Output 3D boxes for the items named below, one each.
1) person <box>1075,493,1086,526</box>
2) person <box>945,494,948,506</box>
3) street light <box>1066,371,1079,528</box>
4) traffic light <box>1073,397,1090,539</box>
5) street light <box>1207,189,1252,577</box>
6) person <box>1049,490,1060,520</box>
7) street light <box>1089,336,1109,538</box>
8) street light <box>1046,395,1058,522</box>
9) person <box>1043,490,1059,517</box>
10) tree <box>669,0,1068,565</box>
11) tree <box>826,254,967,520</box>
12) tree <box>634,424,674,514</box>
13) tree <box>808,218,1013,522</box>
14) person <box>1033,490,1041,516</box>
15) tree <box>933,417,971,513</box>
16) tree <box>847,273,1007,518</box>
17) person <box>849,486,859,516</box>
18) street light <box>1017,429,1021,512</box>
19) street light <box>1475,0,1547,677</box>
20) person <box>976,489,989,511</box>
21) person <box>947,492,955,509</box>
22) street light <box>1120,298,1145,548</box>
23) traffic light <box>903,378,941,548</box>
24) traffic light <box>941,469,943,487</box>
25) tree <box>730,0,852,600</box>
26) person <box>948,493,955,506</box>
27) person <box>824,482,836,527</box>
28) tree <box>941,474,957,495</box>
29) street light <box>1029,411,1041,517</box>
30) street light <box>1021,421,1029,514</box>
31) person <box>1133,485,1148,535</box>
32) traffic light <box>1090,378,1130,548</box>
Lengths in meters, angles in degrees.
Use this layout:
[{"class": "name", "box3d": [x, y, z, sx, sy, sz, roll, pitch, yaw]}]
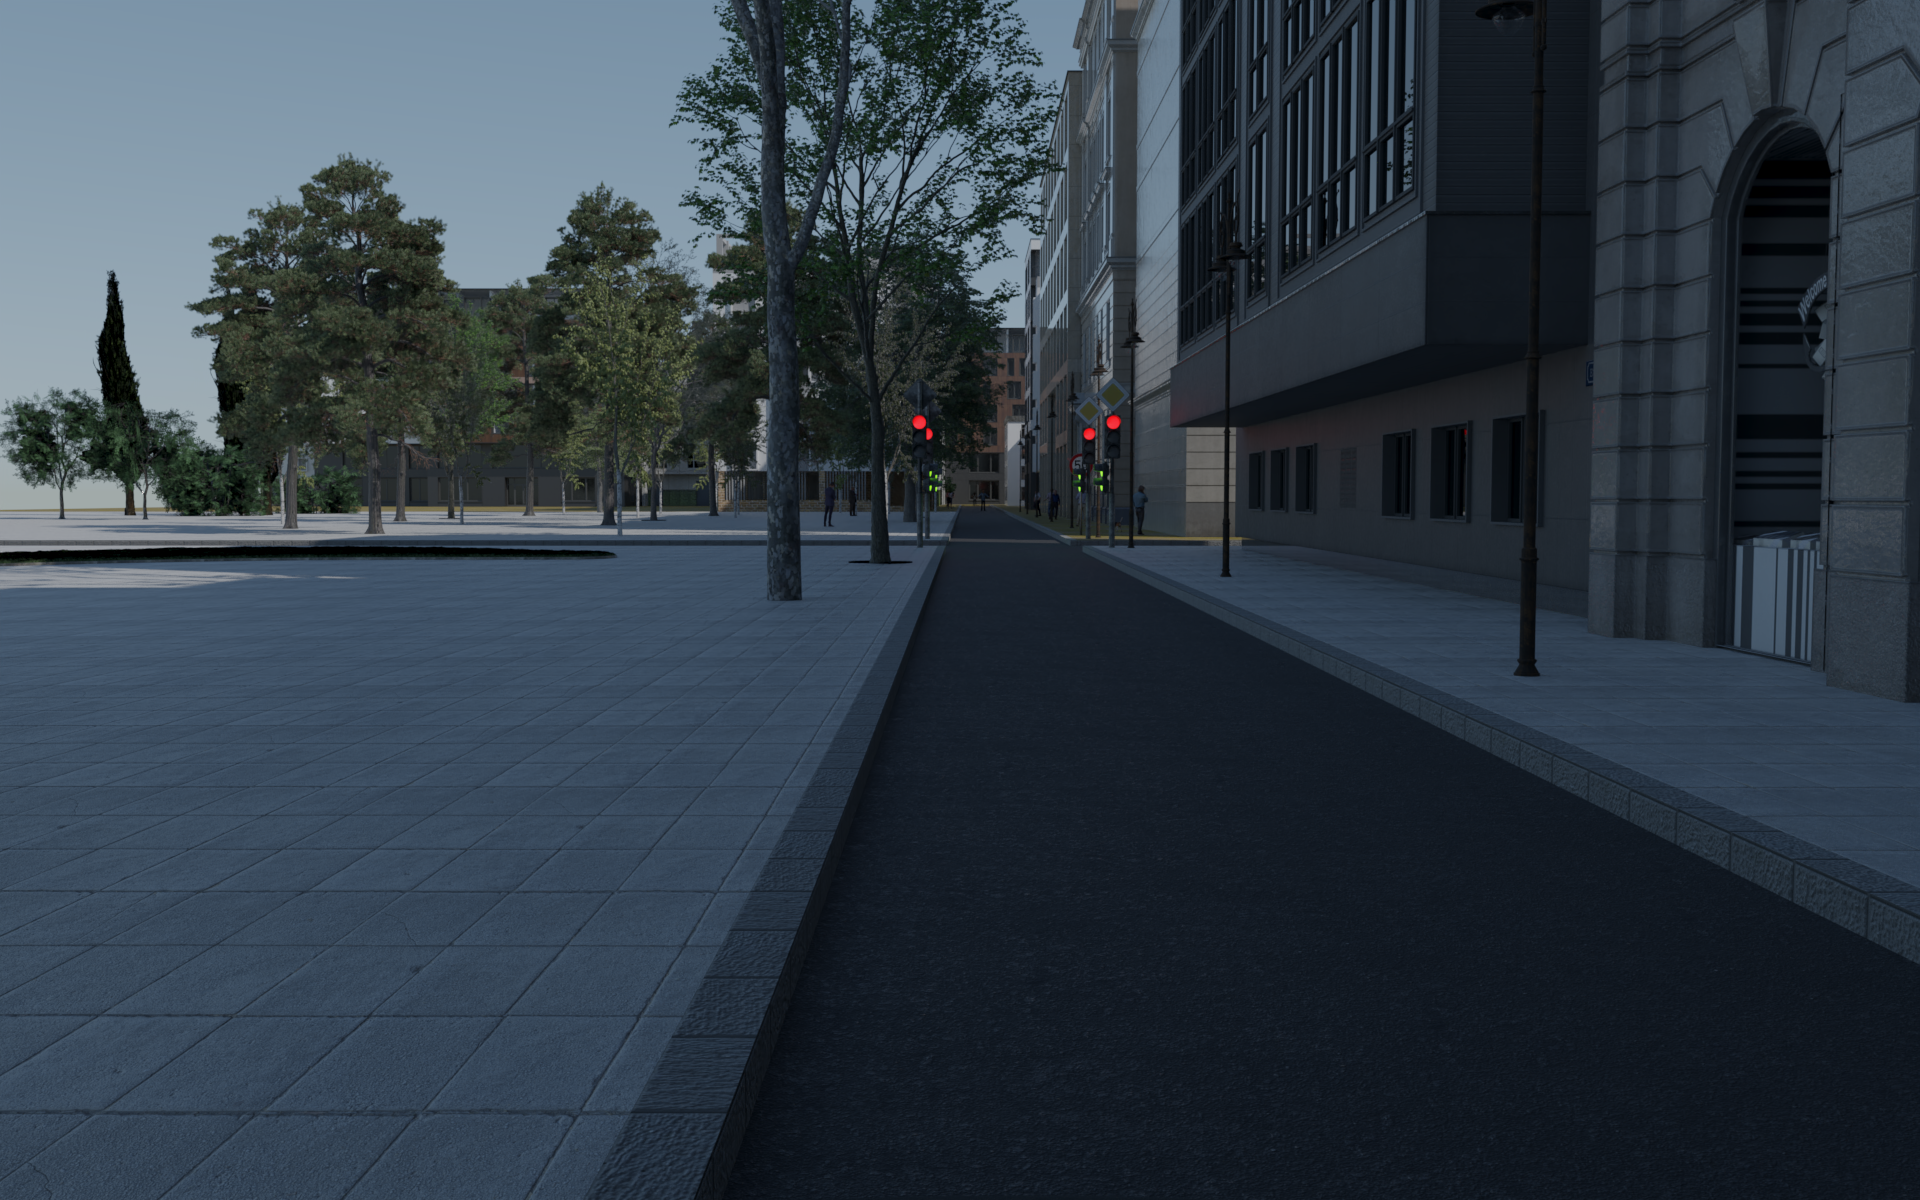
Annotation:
[{"class": "person", "box3d": [4.842, -3.717, 68.878, 0.516, 1.574, 0.319, 0, 4, 5]}, {"class": "person", "box3d": [-1.411, -10.838, 183.966, 0.721, 1.743, 1.217, -1, 4, -13]}, {"class": "street light", "box3d": [4.225, -5.655, 65.240, 0.468, 5.910, 1.993, 0, 4, 0]}, {"class": "traffic light", "box3d": [3.646, -3.678, 49.386, 0.839, 4.213, 0.868, 0, 4, 0]}, {"class": "street light", "box3d": [4.123, -3.297, 26.687, 0.468, 5.910, 1.993, 0, 4, 0]}, {"class": "person", "box3d": [4.710, -4.782, 86.925, 0.574, 1.496, 0.600, 1, 4, 14]}, {"class": "street light", "box3d": [4.073, -4.777, 50.893, 0.468, 5.910, 1.993, 0, 4, 0]}, {"class": "street light", "box3d": [4.225, -6.532, 79.587, 0.468, 5.910, 1.993, 0, 4, 0]}, {"class": "person", "box3d": [5.083, -5.381, 95.987, 0.963, 1.587, 0.435, 0, 4, -4]}, {"class": "tree", "box3d": [-1.621, -6.485, 31.786, 9.928, 11.665, 9.643, 0, 3, 0]}, {"class": "tree", "box3d": [-2.103, -6.322, 53.723, 4.360, 8.622, 3.978, 0, 3, 0]}, {"class": "tree", "box3d": [-19.124, -9.755, 109.850, 4.360, 8.622, 3.978, 0, 3, 0]}, {"class": "tree", "box3d": [-2.395, -10.542, 79.017, 9.857, 13.997, 8.962, 0, 3, 0]}, {"class": "person", "box3d": [4.508, -5.636, 100.410, 0.590, 1.554, 0.614, -2, 4, -25]}, {"class": "tree", "box3d": [-1.528, -10.344, 119.490, 4.737, 8.622, 4.395, 0, 3, 0]}, {"class": "tree", "box3d": [-2.341, -11.253, 94.363, 12.009, 13.543, 11.850, 0, 3, 0]}, {"class": "person", "box3d": [-6.198, -5.763, 100.959, 0.600, 1.739, 0.565, 0, 4, -1]}, {"class": "street light", "box3d": [4.322, -9.254, 124.095, 0.468, 5.910, 1.993, 0, 4, 0]}, {"class": "street light", "box3d": [4.007, -2.402, 12.065, 0.468, 5.910, 1.993, 0, 4, 0]}, {"class": "person", "box3d": [1.980, -8.494, 147.358, 1.348, 1.826, 0.705, -1, 4, -12]}, {"class": "person", "box3d": [-0.782, -8.597, 149.786, 0.799, 1.438, 0.628, 1, 4, 11]}, {"class": "street light", "box3d": [4.071, -4.174, 41.034, 0.468, 5.910, 1.993, 0, 4, 0]}, {"class": "traffic light", "box3d": [-0.941, -3.190, 41.400, 0.839, 4.213, 0.868, 0, 4, 0]}, {"class": "traffic light", "box3d": [-0.915, -3.678, 49.385, 0.839, 4.213, 0.868, 0, 4, 0]}, {"class": "tree", "box3d": [-3.061, -9.992, 19.254, 12.611, 20.169, 13.585, 0, 3, 0]}, {"class": "person", "box3d": [-0.973, -10.566, 179.734, 0.756, 1.711, 0.436, 2, 4, 28]}, {"class": "person", "box3d": [-5.106, -3.782, 68.327, 0.683, 1.767, 0.568, 2, 4, 32]}, {"class": "tree", "box3d": [-0.999, -10.641, 168.578, 1.663, 3.219, 1.824, 0, 3, 0]}, {"class": "street light", "box3d": [4.213, -7.462, 94.793, 0.468, 5.910, 1.993, 0, 4, 0]}, {"class": "street light", "box3d": [4.269, -8.377, 109.747, 0.468, 5.910, 1.993, 0, 4, 0]}, {"class": "person", "box3d": [5.603, -2.792, 53.909, 0.429, 1.552, 0.499, -1, 4, -20]}, {"class": "traffic light", "box3d": [3.620, -3.190, 41.401, 0.839, 4.213, 0.868, 0, 4, 0]}]
